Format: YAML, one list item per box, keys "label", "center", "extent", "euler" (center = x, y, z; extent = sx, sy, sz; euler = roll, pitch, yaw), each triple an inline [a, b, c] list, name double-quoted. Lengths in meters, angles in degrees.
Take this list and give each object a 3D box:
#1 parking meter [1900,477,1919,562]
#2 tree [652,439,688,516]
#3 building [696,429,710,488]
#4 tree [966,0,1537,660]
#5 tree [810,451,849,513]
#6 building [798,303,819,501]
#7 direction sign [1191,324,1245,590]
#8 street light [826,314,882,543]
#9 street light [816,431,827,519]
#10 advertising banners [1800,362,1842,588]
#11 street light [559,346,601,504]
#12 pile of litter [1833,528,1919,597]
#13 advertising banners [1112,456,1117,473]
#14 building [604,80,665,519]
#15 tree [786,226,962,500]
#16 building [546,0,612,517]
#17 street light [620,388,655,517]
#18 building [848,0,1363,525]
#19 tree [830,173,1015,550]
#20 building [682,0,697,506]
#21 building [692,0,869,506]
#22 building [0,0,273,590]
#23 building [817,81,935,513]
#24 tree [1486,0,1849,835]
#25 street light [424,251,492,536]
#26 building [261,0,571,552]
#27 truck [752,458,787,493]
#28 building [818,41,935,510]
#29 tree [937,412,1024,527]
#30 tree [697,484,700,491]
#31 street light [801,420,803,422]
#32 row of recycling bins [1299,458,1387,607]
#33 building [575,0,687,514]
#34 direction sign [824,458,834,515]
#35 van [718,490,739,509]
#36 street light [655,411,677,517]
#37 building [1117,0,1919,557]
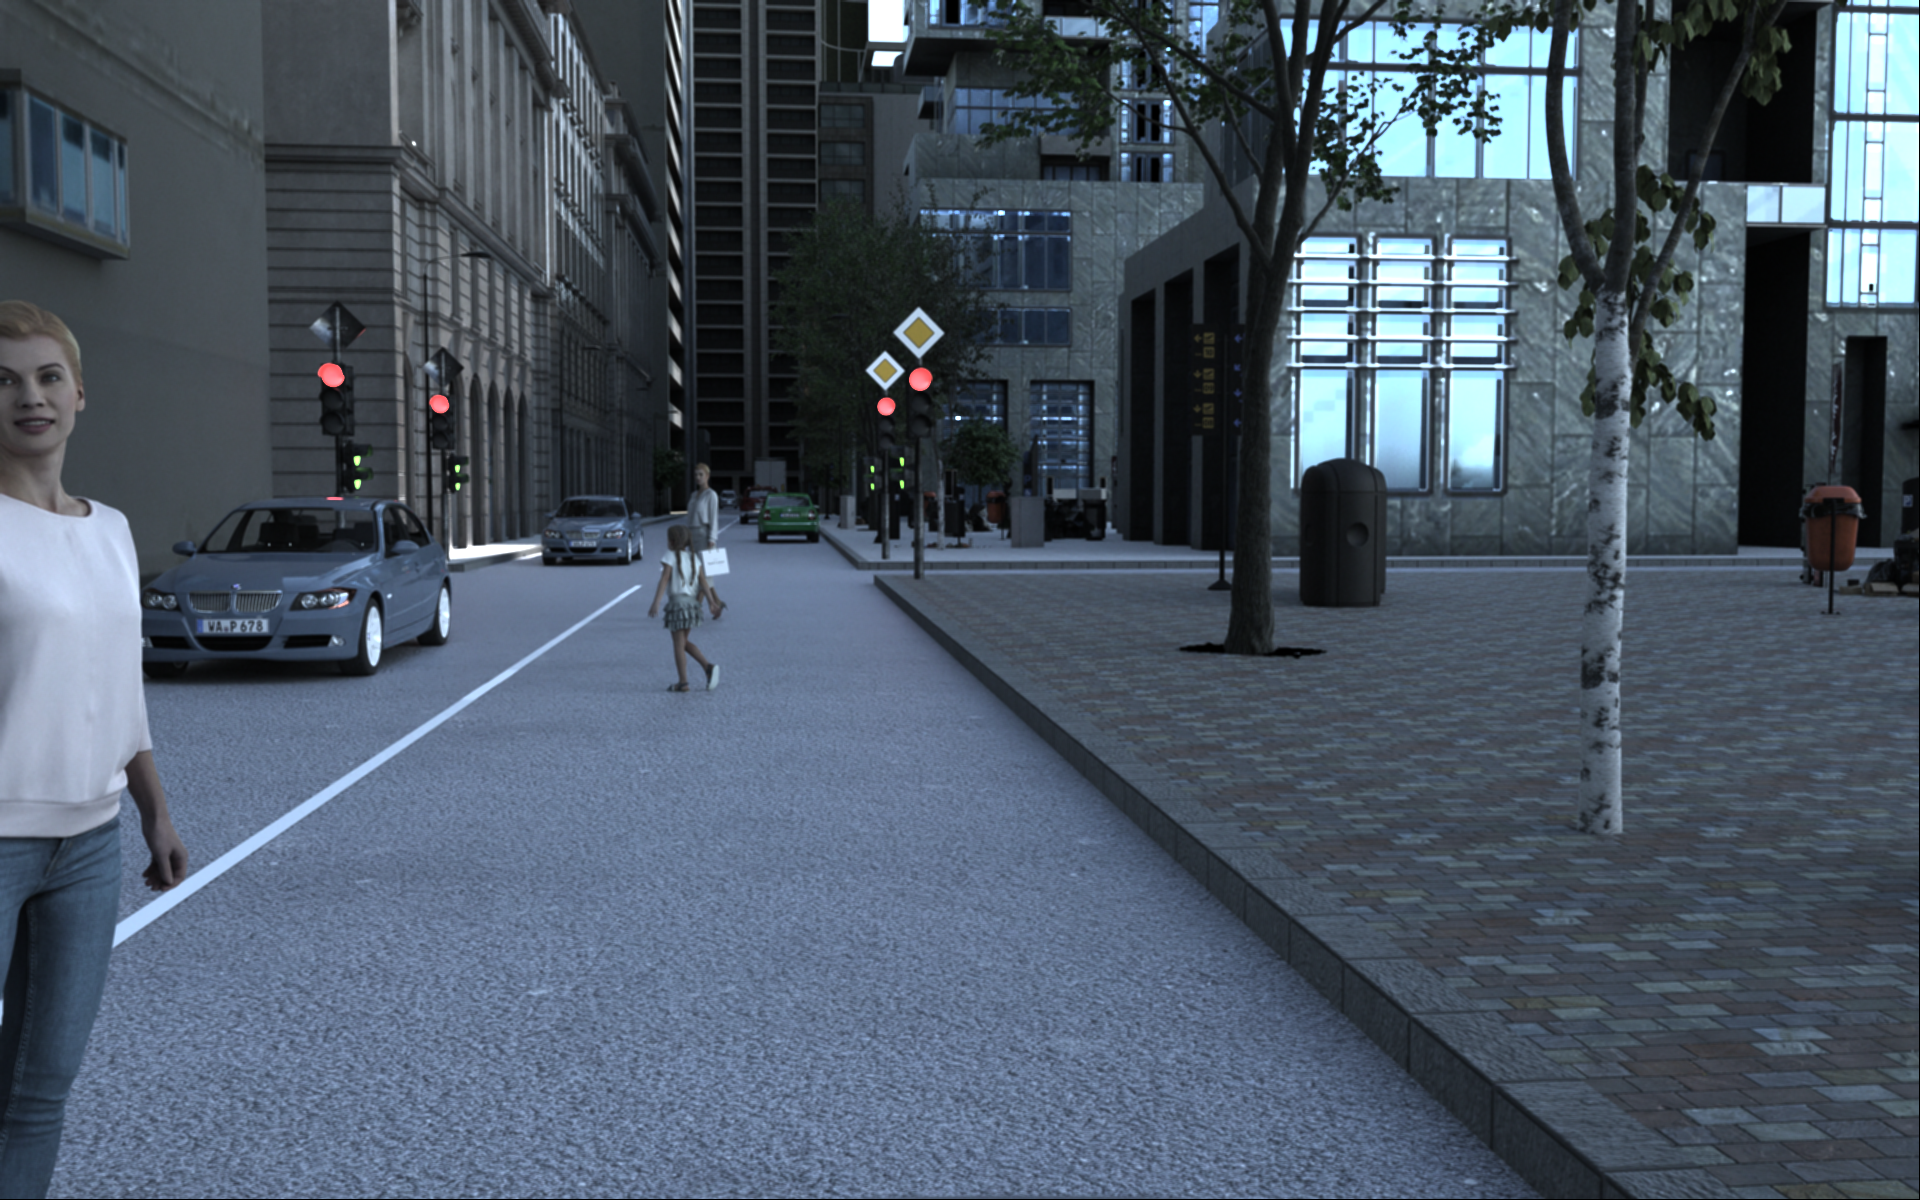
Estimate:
- label: "parking meter"
  center: [13.403, -0.970, 24.279]
  extent: [0.372, 1.533, 0.369]
  euler: [0, 3, 0]
- label: "tree"
  center: [-17.948, -7.360, 104.054]
  extent: [4.285, 4.588, 4.351]
  euler: [0, 3, 0]
- label: "building"
  center: [-40.782, -52.376, 169.019]
  extent: [31.000, 86.520, 22.319]
  euler: [0, 4, -6]
- label: "tree"
  center: [2.505, -5.372, 13.580]
  extent: [9.928, 11.665, 9.643]
  euler: [0, 3, 0]
- label: "tree"
  center: [-8.543, -8.117, 116.423]
  extent: [4.285, 4.588, 4.351]
  euler: [0, 3, 0]
- label: "building"
  center: [-1.908, -19.976, 171.640]
  extent: [27.650, 21.520, 28.899]
  euler: [0, 4, -6]
- label: "direction sign"
  center: [3.514, -1.904, 23.129]
  extent: [0.876, 3.537, 0.379]
  euler: [0, 4, -4]
- label: "street light"
  center: [-2.634, -4.428, 44.939]
  extent: [1.470, 5.913, 1.316]
  euler: [0, 4, -6]
- label: "street light"
  center: [-5.112, -5.745, 66.467]
  extent: [1.470, 5.913, 1.316]
  euler: [0, 4, -6]
- label: "advertising banners"
  center: [11.923, -1.700, 23.983]
  extent: [0.090, 3.025, 2.074]
  euler: [1, 4, 16]
- label: "street light"
  center: [-11.990, -5.013, 54.509]
  extent: [1.470, 5.913, 1.316]
  euler: [0, 4, -6]
- label: "pile of litter"
  center: [11.921, -0.480, 21.813]
  extent: [1.176, 0.858, 1.719]
  euler: [-1, 4, -22]
- label: "advertising banners"
  center: [7.392, -5.043, 78.648]
  extent: [0.090, 3.025, 2.074]
  euler: [-2, 4, -25]
- label: "building"
  center: [-22.122, -14.950, 86.230]
  extent: [13.314, 21.916, 24.055]
  euler: [0, 4, -6]
- label: "tree"
  center: [-3.670, -9.529, 73.931]
  extent: [7.486, 12.596, 7.792]
  euler: [0, 3, 0]
- label: "building"
  center: [-18.859, -13.224, 65.362]
  extent: [9.793, 20.994, 18.267]
  euler: [0, 4, -6]
- label: "street light"
  center: [-14.241, -6.305, 75.629]
  extent: [1.470, 5.913, 1.316]
  euler: [0, 4, -6]
- label: "building"
  center: [5.698, -47.707, 92.679]
  extent: [22.319, 86.520, 31.000]
  euler: [0, 4, -6]
- label: "tree"
  center: [-0.589, -5.443, 39.363]
  extent: [4.360, 8.622, 3.978]
  euler: [0, 3, 0]
- label: "building"
  center: [-32.971, -36.656, 141.320]
  extent: [21.231, 58.520, 28.212]
  euler: [0, 4, -6]
- label: "building"
  center: [-20.802, -46.648, 200.950]
  extent: [20.611, 71.187, 20.563]
  euler: [0, 4, -6]
- label: "building"
  center: [-19.216, -23.741, 11.864]
  extent: [21.600, 48.544, 21.300]
  euler: [0, 4, -6]
- label: "building"
  center: [-3.298, -21.642, 125.545]
  extent: [14.160, 30.474, 14.107]
  euler: [0, 4, -6]
- label: "tree"
  center: [2.676, -3.423, 6.326]
  extent: [4.737, 8.622, 4.395]
  euler: [0, 3, 0]
- label: "street light"
  center: [-9.665, -3.713, 33.255]
  extent: [1.470, 5.913, 1.316]
  euler: [0, 4, -6]
- label: "building"
  center: [-17.822, -12.335, 43.485]
  extent: [13.314, 21.916, 24.055]
  euler: [0, 4, -6]
- label: "truck"
  center: [-15.253, -9.183, 139.059]
  extent: [2.839, 4.237, 11.283]
  euler: [0, 4, -7]
- label: "building"
  center: [3.989, -27.722, 145.142]
  extent: [32.217, 40.220, 23.993]
  euler: [0, 4, -6]
- label: "tree"
  center: [0.826, -5.134, 67.662]
  extent: [4.285, 4.588, 4.351]
  euler: [0, 3, 0]
- label: "tree"
  center: [-24.585, -10.139, 160.381]
  extent: [1.663, 3.219, 1.824]
  euler: [0, 3, 0]
- label: "street light"
  center: [-7.286, -7.037, 87.596]
  extent: [1.470, 5.913, 1.316]
  euler: [0, 4, -6]
- label: "row of recycling bins"
  center: [4.699, -0.863, 21.216]
  extent: [1.069, 1.692, 3.534]
  euler: [1, 4, 15]
- label: "building"
  center: [-29.997, -30.168, 116.940]
  extent: [21.300, 48.544, 21.600]
  euler: [0, 4, -6]
- label: "direction sign"
  center: [-8.191, -7.103, 108.134]
  extent: [0.876, 3.537, 0.379]
  euler: [3, 5, 41]
- label: "van"
  center: [-22.392, -9.813, 167.460]
  extent: [2.013, 2.044, 4.112]
  euler: [0, 4, -6]
- label: "street light"
  center: [-16.483, -7.600, 96.807]
  extent: [1.470, 5.913, 1.316]
  euler: [0, 4, -6]
- label: "building"
  center: [20.132, -44.812, 45.354]
  extent: [31.000, 86.520, 22.319]
  euler: [0, 4, -6]
